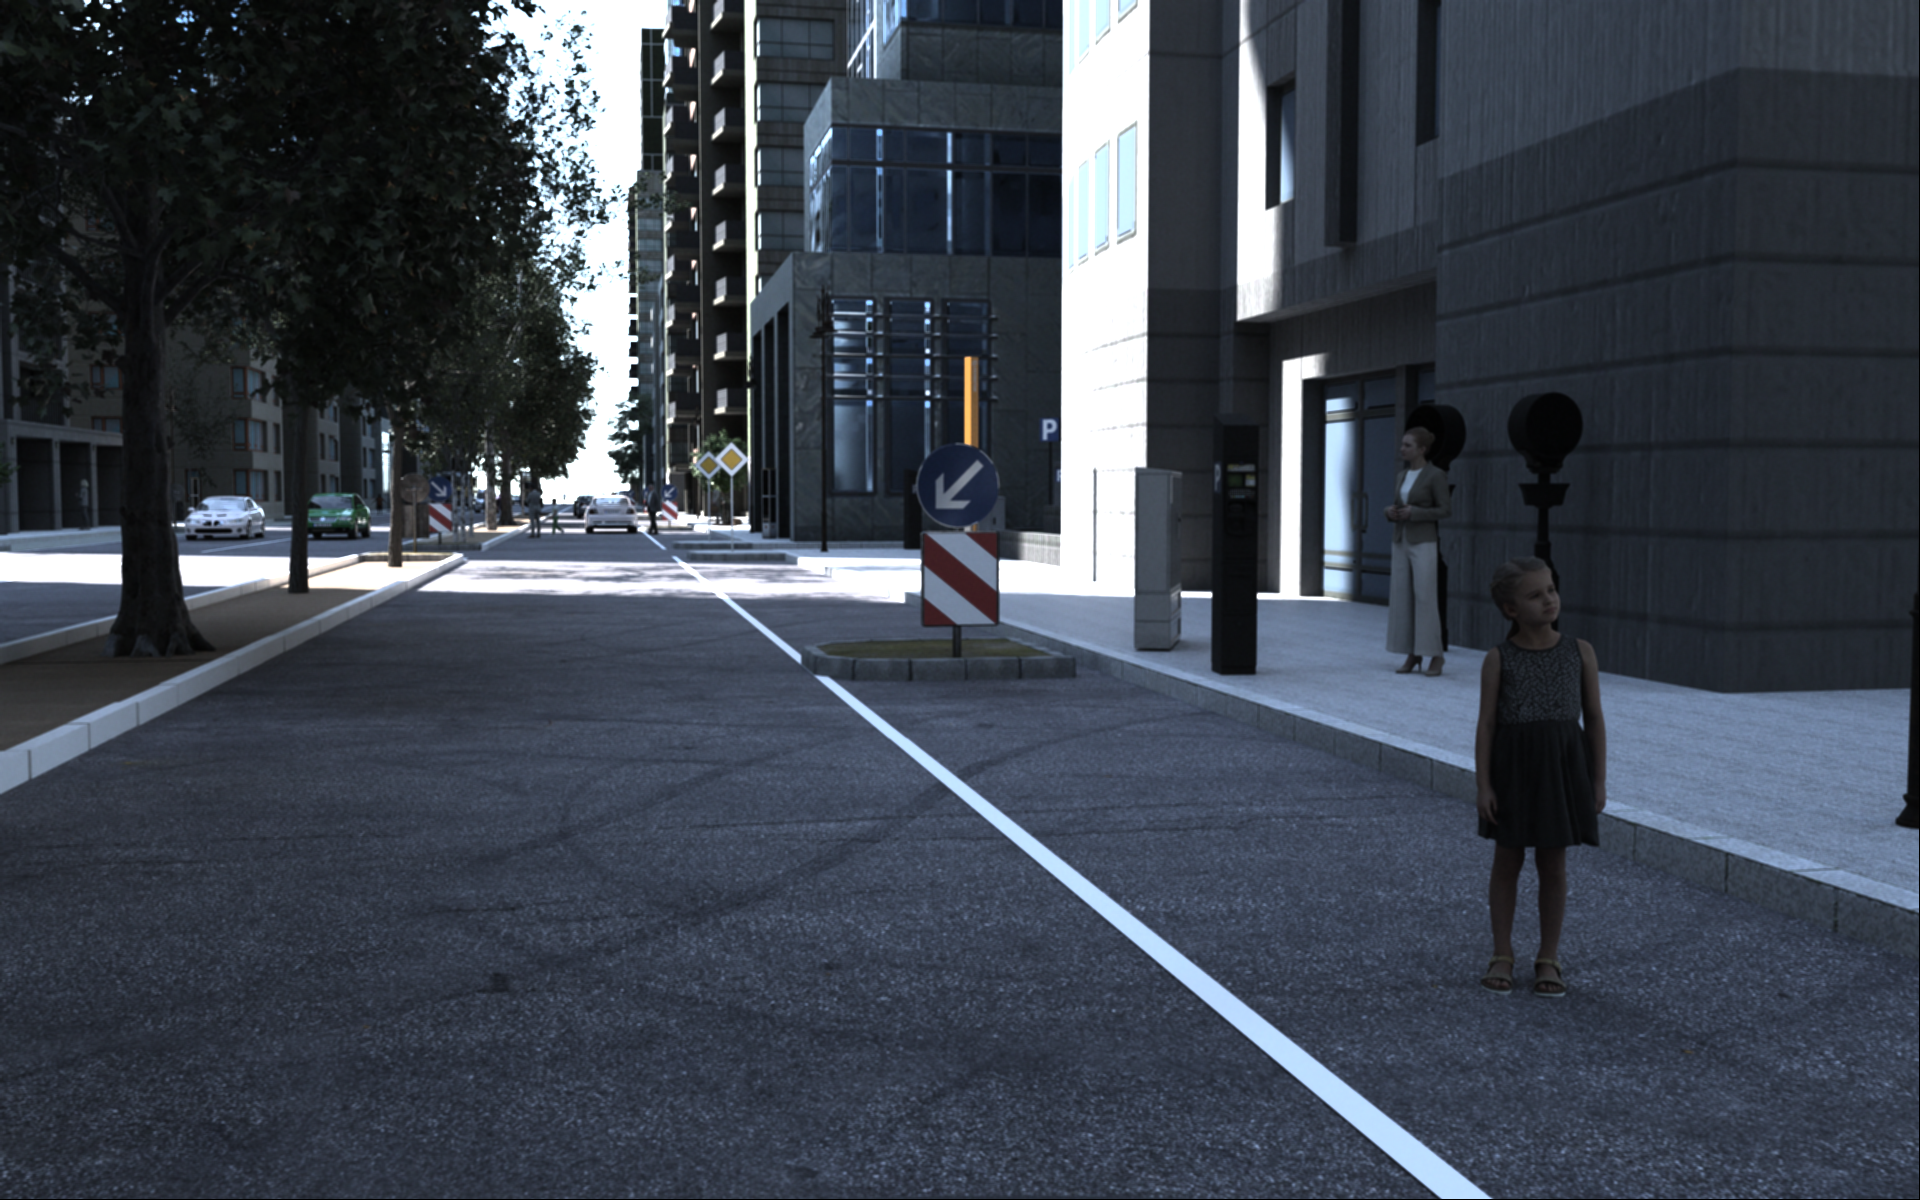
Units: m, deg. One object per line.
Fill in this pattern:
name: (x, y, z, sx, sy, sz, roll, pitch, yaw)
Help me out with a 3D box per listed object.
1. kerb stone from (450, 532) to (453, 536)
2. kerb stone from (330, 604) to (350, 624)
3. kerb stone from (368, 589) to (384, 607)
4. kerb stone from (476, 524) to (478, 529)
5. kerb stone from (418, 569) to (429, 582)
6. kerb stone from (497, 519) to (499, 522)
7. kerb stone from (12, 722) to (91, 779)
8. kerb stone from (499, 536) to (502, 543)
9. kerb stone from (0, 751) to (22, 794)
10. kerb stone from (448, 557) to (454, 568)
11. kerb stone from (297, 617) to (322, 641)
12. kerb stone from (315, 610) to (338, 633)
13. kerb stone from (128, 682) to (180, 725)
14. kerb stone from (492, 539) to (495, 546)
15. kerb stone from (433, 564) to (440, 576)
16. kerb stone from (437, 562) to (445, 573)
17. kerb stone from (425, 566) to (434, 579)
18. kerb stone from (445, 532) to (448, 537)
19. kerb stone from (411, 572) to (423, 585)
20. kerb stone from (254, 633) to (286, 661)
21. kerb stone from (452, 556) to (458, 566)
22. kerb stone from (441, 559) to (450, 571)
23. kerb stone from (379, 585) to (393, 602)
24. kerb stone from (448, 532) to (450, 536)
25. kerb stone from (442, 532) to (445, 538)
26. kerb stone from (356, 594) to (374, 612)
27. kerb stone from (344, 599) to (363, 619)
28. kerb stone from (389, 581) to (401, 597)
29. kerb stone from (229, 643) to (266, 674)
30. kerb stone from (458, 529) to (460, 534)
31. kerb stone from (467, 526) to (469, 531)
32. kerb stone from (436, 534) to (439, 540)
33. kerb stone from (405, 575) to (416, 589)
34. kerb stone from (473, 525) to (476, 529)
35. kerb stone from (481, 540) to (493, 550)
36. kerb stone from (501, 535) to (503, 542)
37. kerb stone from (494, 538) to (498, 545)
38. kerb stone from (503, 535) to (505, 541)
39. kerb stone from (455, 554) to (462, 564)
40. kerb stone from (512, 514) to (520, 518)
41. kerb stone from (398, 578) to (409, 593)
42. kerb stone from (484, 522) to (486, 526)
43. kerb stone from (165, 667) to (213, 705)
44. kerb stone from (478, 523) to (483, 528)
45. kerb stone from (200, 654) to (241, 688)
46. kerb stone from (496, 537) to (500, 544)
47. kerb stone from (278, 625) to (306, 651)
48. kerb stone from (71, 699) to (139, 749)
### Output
kerb stone: (-17.303, -2.218, 58.465, 0.120, 0.150, 1.000, -1, 4, -12)
kerb stone: (-6.935, 0.181, 19.236, 0.120, 0.150, 1.000, -1, 4, -12)
kerb stone: (-7.554, -0.003, 22.243, 0.120, 0.150, 1.000, -1, 4, -12)
kerb stone: (-19.830, -2.954, 70.494, 0.120, 0.150, 1.000, -1, 4, -12)
kerb stone: (-8.823, -0.371, 28.255, 0.120, 0.150, 1.000, -1, 4, -12)
kerb stone: (-24.235, -4.242, 91.556, 0.120, 0.150, 1.000, -1, 4, -12)
kerb stone: (-4.829, 0.799, 9.181, 0.120, 0.150, 1.000, -1, 4, -12)
kerb stone: (-13.349, -1.690, 49.823, 0.120, 0.150, 1.000, -1, 4, -12)
kerb stone: (-4.623, 0.858, 8.175, 0.120, 0.150, 1.000, -1, 4, -12)
kerb stone: (-9.873, -0.678, 33.277, 0.120, 0.150, 1.000, -1, 4, -12)
kerb stone: (-6.513, 0.310, 17.224, 0.120, 0.150, 1.000, -1, 4, -12)
kerb stone: (-6.718, 0.245, 18.232, 0.120, 0.150, 1.000, -1, 4, -12)
kerb stone: (-5.242, 0.679, 11.197, 0.120, 0.150, 1.000, -1, 4, -12)
kerb stone: (-12.717, -1.506, 46.817, 0.120, 0.150, 1.000, -1, 4, -12)
kerb stone: (-9.243, -0.492, 30.262, 0.120, 0.150, 1.000, -1, 4, -12)
kerb stone: (-9.445, -0.551, 31.271, 0.120, 0.150, 1.000, -1, 4, -12)
kerb stone: (-9.032, -0.432, 29.261, 0.120, 0.150, 1.000, -1, 4, -12)
kerb stone: (-16.881, -2.095, 56.448, 0.120, 0.150, 1.000, -1, 4, -12)
kerb stone: (-8.611, -0.309, 27.254, 0.120, 0.150, 1.000, -1, 4, -12)
kerb stone: (-6.094, 0.427, 15.213, 0.120, 0.150, 1.000, -1, 4, -12)
kerb stone: (-10.086, -0.738, 34.282, 0.120, 0.150, 1.000, -1, 4, -12)
kerb stone: (-9.663, -0.616, 32.271, 0.120, 0.150, 1.000, -1, 4, -12)
kerb stone: (-7.765, -0.064, 23.248, 0.120, 0.150, 1.000, -1, 4, -12)
kerb stone: (-17.098, -2.152, 57.461, 0.120, 0.150, 1.000, -1, 4, -12)
kerb stone: (-16.672, -2.029, 55.440, 0.120, 0.150, 1.000, -1, 4, -12)
kerb stone: (-7.350, 0.058, 21.240, 0.120, 0.150, 1.000, -1, 4, -12)
kerb stone: (-7.141, 0.120, 20.237, 0.120, 0.150, 1.000, -1, 4, -12)
kerb stone: (-7.977, -0.125, 24.248, 0.120, 0.150, 1.000, -1, 4, -12)
kerb stone: (-5.876, 0.489, 14.208, 0.120, 0.150, 1.000, -1, 4, -12)
kerb stone: (-17.930, -2.402, 61.472, 0.120, 0.150, 1.000, -1, 4, -12)
kerb stone: (-18.771, -2.647, 65.476, 0.120, 0.150, 1.000, -1, 4, -12)
kerb stone: (-16.246, -1.908, 53.441, 0.120, 0.150, 1.000, -1, 4, -12)
kerb stone: (-8.394, -0.248, 26.255, 0.120, 0.150, 1.000, -1, 4, -12)
kerb stone: (-19.608, -2.890, 69.491, 0.120, 0.150, 1.000, -1, 4, -12)
kerb stone: (-12.505, -1.444, 45.808, 0.120, 0.150, 1.000, -1, 4, -12)
kerb stone: (-13.564, -1.751, 50.829, 0.120, 0.150, 1.000, -1, 4, -12)
kerb stone: (-12.925, -1.567, 47.821, 0.120, 0.150, 1.000, -1, 4, -12)
kerb stone: (-13.768, -1.813, 51.835, 0.120, 0.150, 1.000, -1, 4, -12)
kerb stone: (-10.296, -0.800, 35.283, 0.120, 0.150, 1.000, -1, 4, -12)
kerb stone: (-27.606, -5.222, 107.631, 0.120, 0.150, 1.000, -1, 4, -12)
kerb stone: (-8.191, -0.185, 25.248, 0.120, 0.150, 1.000, -1, 4, -12)
kerb stone: (-20.876, -3.260, 75.501, 0.120, 0.150, 1.000, -1, 4, -12)
kerb stone: (-5.452, 0.611, 12.198, 0.120, 0.150, 1.000, -1, 4, -12)
kerb stone: (-20.452, -3.138, 73.501, 0.120, 0.150, 1.000, -1, 4, -12)
kerb stone: (-5.668, 0.554, 13.197, 0.120, 0.150, 1.000, -1, 4, -12)
kerb stone: (-13.138, -1.628, 48.820, 0.120, 0.150, 1.000, -1, 4, -12)
kerb stone: (-6.297, 0.368, 16.224, 0.120, 0.150, 1.000, -1, 4, -12)
kerb stone: (-5.042, 0.734, 10.194, 0.120, 0.150, 1.000, -1, 4, -12)
